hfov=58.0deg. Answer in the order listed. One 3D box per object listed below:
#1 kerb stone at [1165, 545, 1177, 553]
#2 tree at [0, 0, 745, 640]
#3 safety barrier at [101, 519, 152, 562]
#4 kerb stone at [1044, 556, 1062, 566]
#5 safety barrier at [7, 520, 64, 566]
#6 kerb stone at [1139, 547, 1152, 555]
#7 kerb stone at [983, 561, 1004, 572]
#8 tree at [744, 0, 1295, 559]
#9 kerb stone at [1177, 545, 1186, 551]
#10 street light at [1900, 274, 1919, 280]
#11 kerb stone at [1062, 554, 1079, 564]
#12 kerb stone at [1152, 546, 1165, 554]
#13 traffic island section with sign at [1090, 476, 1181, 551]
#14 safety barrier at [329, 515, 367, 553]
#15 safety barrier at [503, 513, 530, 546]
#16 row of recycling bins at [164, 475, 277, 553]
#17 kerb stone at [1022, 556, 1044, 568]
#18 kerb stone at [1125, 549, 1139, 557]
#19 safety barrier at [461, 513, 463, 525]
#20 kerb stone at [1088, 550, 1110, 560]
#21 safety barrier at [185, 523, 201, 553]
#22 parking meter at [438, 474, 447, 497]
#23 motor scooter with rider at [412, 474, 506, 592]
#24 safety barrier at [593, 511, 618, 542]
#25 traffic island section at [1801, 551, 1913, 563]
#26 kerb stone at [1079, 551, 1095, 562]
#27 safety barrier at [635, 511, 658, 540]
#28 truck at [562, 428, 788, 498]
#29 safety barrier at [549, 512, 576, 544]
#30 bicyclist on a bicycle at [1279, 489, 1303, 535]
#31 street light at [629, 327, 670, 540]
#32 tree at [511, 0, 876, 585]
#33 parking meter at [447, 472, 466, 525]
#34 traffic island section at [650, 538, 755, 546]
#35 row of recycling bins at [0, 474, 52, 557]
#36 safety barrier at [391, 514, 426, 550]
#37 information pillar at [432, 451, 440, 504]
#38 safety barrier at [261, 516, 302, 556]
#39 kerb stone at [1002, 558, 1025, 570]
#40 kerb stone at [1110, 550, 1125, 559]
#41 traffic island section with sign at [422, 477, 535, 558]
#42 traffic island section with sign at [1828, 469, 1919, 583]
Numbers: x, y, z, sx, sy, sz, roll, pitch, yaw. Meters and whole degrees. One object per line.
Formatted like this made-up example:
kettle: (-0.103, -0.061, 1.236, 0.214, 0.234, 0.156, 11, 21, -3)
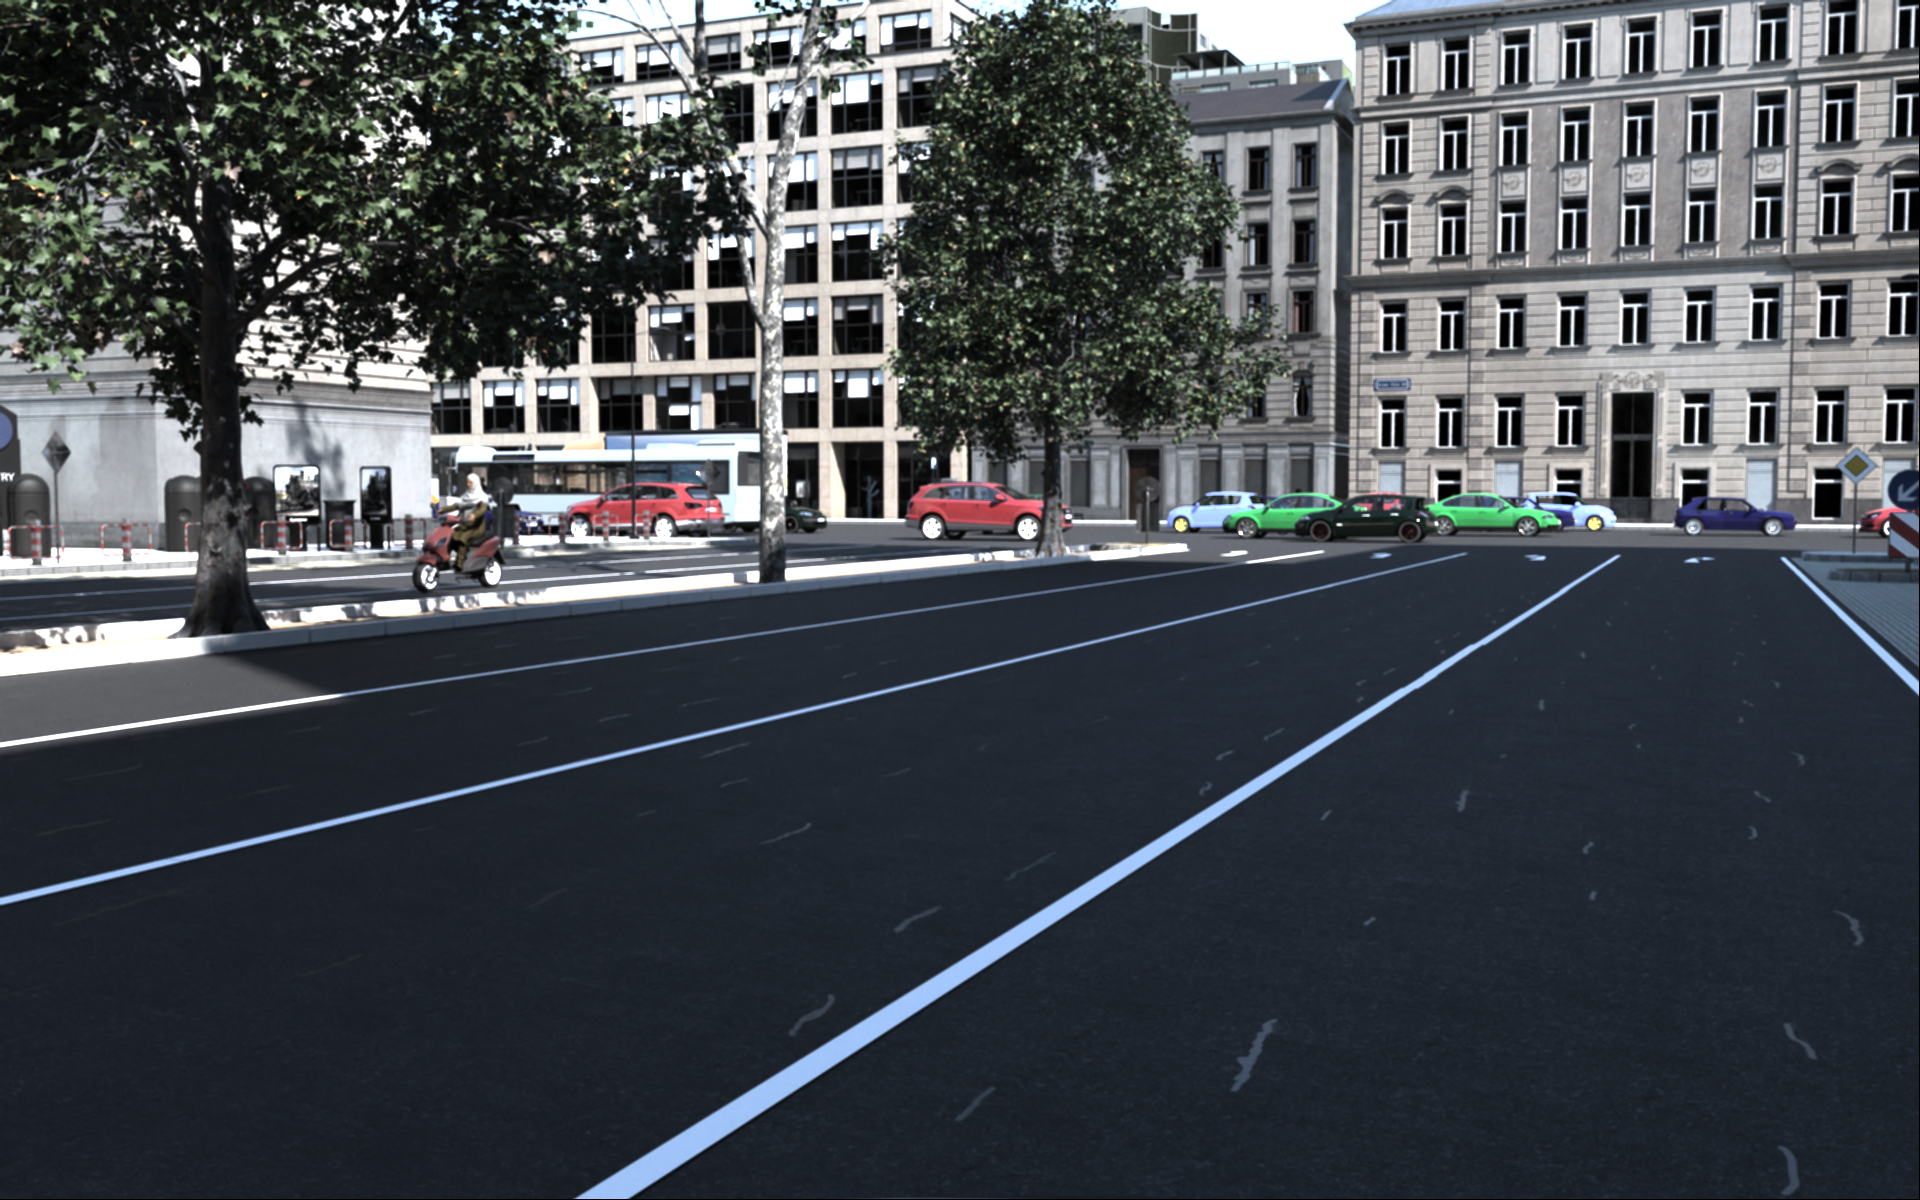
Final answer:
kerb stone: (5.074, -1.241, 42.560, 0.120, 0.150, 1.000, 2, 4, 23)
tree: (-7.265, -5.962, 16.938, 9.611, 12.733, 9.660, 0, 3, 0)
safety barrier: (-15.717, -1.125, 32.668, 0.300, 0.817, 1.120, 2, 4, 23)
kerb stone: (1.780, -0.784, 35.011, 0.120, 0.150, 1.000, 2, 4, 23)
safety barrier: (-16.484, -1.017, 30.910, 0.300, 0.817, 1.120, 2, 4, 23)
kerb stone: (4.245, -1.131, 40.680, 0.120, 0.150, 1.000, 2, 4, 23)
kerb stone: (0.529, -0.608, 32.171, 0.120, 0.150, 1.000, 2, 4, 23)
tree: (2.049, -7.227, 37.623, 9.611, 12.733, 9.660, 0, 3, 0)
kerb stone: (5.482, -1.303, 43.503, 0.120, 0.150, 1.000, 2, 4, 23)
street light: (20.510, -3.911, 36.487, 1.470, 5.913, 1.316, 2, 4, 23)
kerb stone: (2.183, -0.842, 35.956, 0.120, 0.150, 1.000, 2, 4, 23)
kerb stone: (4.660, -1.187, 41.620, 0.120, 0.150, 1.000, 2, 4, 23)
traffic island section with sign: (4.585, -2.194, 44.005, 2.006, 1.907, 1.989, 2, 4, 23)
safety barrier: (-13.403, -1.449, 37.968, 0.300, 0.817, 1.120, 2, 4, 23)
safety barrier: (-11.098, -1.772, 43.247, 0.300, 0.817, 1.120, 2, 4, 23)
row of recycling bins: (-16.895, -1.985, 39.561, 1.069, 1.692, 3.534, 1, 4, 11)
kerb stone: (1.365, -0.726, 34.064, 0.120, 0.150, 1.000, 2, 4, 23)
kerb stone: (3.840, -1.066, 39.732, 0.120, 0.150, 1.000, 2, 4, 23)
safety barrier: (-11.871, -1.664, 41.484, 0.300, 0.817, 1.120, 2, 4, 23)
kerb stone: (3.014, -0.957, 37.846, 0.120, 0.150, 1.000, 2, 4, 23)
safety barrier: (-14.948, -1.233, 34.431, 0.300, 0.817, 1.120, 2, 4, 23)
parking meter: (-14.875, -2.705, 49.931, 0.255, 1.863, 0.399, -1, 4, -11)
motor scooter with rider: (-7.511, -1.038, 25.939, 0.876, 1.779, 1.986, 2, 4, 24)
safety barrier: (-9.563, -1.987, 46.765, 0.300, 0.817, 1.120, 2, 4, 23)
traffic island section: (19.291, -0.921, 37.344, 2.009, 0.180, 2.903, 2, 4, 23)
kerb stone: (2.595, -0.897, 36.897, 0.120, 0.150, 1.000, 2, 4, 23)
safety barrier: (-8.788, -2.096, 48.542, 0.300, 0.817, 1.120, 2, 4, 23)
truck: (-13.150, -5.388, 77.007, 11.283, 4.237, 2.839, 2, 4, 23)
safety barrier: (-10.334, -1.880, 45.005, 0.300, 0.817, 1.120, 2, 4, 23)
bicyclist on a bicycle: (11.832, -3.106, 60.811, 1.625, 1.676, 1.499, 2, 4, 23)
street light: (-8.714, -4.649, 48.545, 1.470, 5.913, 1.316, 2, 4, 23)
tree: (-3.704, -10.357, 27.691, 12.611, 20.169, 13.585, 0, 3, 0)
parking meter: (-13.299, -2.462, 45.970, 0.399, 1.863, 0.255, 3, 5, 42)
traffic island section: (-7.102, -1.624, 48.828, 2.009, 0.180, 2.903, 2, 4, 23)
row of recycling bins: (-20.406, -1.728, 35.365, 3.534, 1.692, 1.069, 0, 4, -3)
safety barrier: (-12.639, -1.557, 39.726, 0.300, 0.817, 1.120, 2, 4, 23)
information pillar: (-28.373, -6.268, 93.841, 0.504, 3.616, 0.183, 1, 4, 20)
safety barrier: (-14.174, -1.341, 36.202, 0.300, 0.817, 1.120, 2, 4, 23)
kerb stone: (0.951, -0.667, 33.107, 0.120, 0.150, 1.000, 2, 4, 23)
kerb stone: (3.430, -1.015, 38.786, 0.120, 0.150, 1.000, 2, 4, 23)
traffic island section with sign: (-10.820, -1.885, 39.452, 1.989, 1.847, 2.006, 2, 4, 23)
traffic island section with sign: (15.517, -1.225, 28.655, 1.989, 1.847, 2.006, 2, 4, 23)
